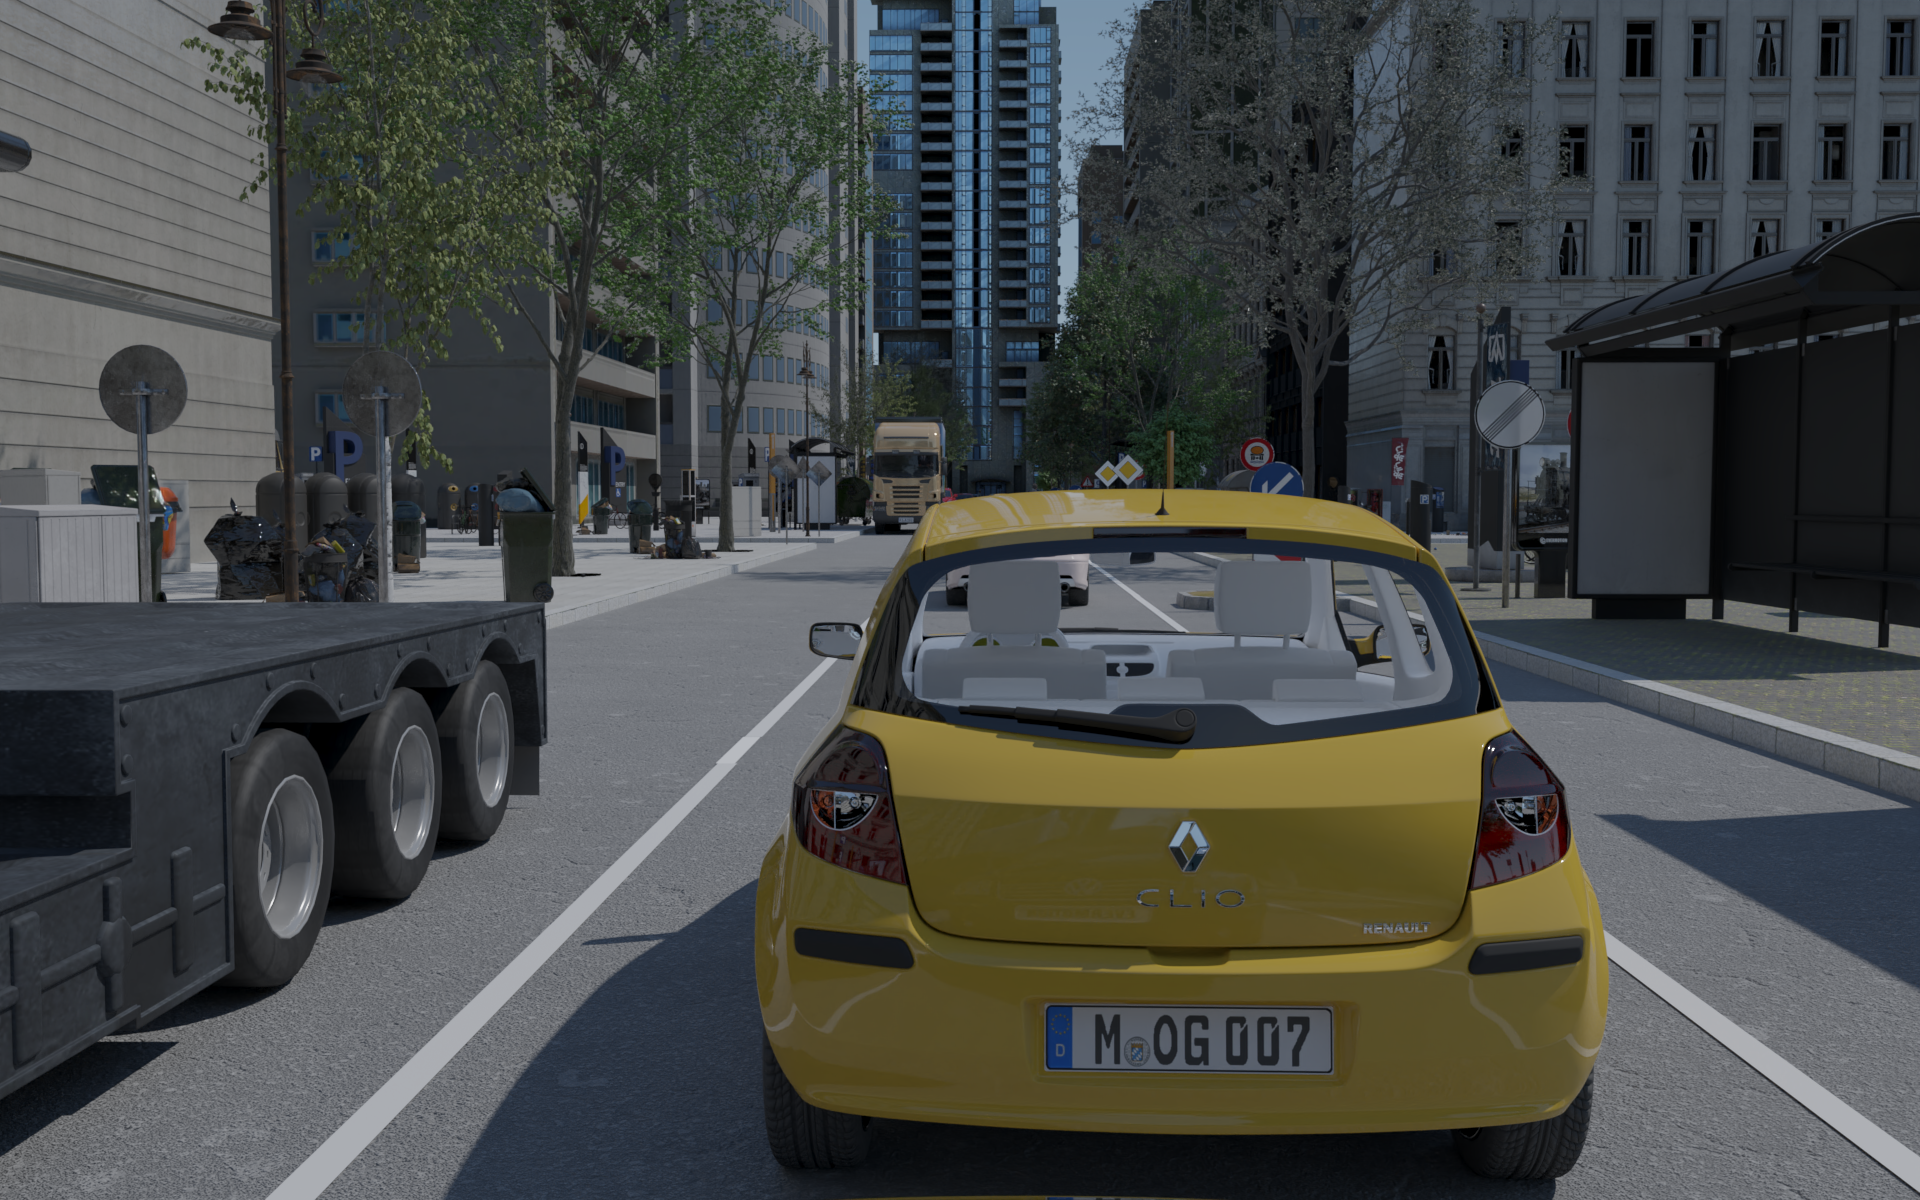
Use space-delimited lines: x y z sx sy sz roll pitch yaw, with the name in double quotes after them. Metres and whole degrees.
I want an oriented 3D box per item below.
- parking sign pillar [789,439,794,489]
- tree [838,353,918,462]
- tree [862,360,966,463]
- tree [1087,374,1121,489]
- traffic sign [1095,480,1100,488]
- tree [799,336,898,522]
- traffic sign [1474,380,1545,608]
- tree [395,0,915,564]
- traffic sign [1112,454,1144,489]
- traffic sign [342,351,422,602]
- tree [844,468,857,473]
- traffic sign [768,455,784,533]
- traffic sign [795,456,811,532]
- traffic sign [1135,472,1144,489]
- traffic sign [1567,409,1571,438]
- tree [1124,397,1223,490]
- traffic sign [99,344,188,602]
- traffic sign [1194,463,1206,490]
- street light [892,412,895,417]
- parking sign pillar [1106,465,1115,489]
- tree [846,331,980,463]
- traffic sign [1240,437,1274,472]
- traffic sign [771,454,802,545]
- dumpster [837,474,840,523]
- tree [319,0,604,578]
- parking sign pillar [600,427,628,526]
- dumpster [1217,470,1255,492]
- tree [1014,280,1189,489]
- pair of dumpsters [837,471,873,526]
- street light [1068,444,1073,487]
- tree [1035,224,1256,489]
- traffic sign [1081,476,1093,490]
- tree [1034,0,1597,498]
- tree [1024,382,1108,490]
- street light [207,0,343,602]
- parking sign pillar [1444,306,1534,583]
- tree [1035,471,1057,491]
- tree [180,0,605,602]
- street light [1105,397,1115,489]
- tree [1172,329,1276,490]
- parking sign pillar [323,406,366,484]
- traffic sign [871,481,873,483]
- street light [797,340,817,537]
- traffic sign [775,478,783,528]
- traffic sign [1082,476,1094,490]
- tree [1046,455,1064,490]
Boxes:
-7.718 -5.890 84.766 1.447 3.967 1.447 0 4 -4 "parking sign pillar"
-4.117 -8.522 89.698 4.737 8.622 4.395 0 3 0 "tree"
-3.125 -11.325 119.583 7.601 10.594 8.767 -1 4 -18 "tree"
8.521 -9.102 99.177 4.737 8.622 4.395 0 3 0 "tree"
9.540 -7.155 119.106 0.606 2.300 0.079 0 4 2 "traffic sign"
-5.054 -7.952 80.375 4.360 8.622 3.978 0 3 0 "tree"
6.151 -1.183 19.455 0.768 2.556 0.104 0 4 8 "traffic sign"
-5.022 -6.874 38.145 9.928 11.665 9.643 0 3 0 "tree"
4.240 -2.456 43.793 0.795 2.450 0.064 0 4 1 "traffic sign"
-5.148 -0.936 15.413 0.768 2.556 0.104 1 4 11 "traffic sign"
-6.877 -7.207 112.433 1.663 3.219 1.824 0 3 0 "tree"
-5.898 -3.446 56.443 0.768 2.556 0.104 1 4 11 "traffic sign"
-5.325 -3.596 58.793 0.884 2.594 0.081 1 4 9 "traffic sign"
6.357 -3.810 62.395 0.768 2.556 0.104 1 4 10 "traffic sign"
7.997 -1.324 21.755 0.768 2.556 0.104 1 4 11 "traffic sign"
7.307 -4.571 58.448 4.285 4.588 4.351 0 3 0 "tree"
-6.963 -0.897 14.775 0.768 2.556 0.104 0 4 2 "traffic sign"
8.468 -3.804 62.308 0.768 2.556 0.104 0 4 2 "traffic sign"
-3.711 -7.595 96.968 0.468 5.910 1.993 0 4 1 "street light"
8.970 -6.960 102.269 1.447 3.967 1.447 1 4 11 "parking sign pillar"
-3.576 -13.486 130.862 12.009 13.543 11.850 0 3 0 "tree"
6.691 -2.385 39.102 0.768 2.556 0.104 0 4 2 "traffic sign"
-4.402 -2.468 44.000 0.795 2.450 0.064 0 4 1 "traffic sign"
-5.841 -4.523 76.445 1.502 2.255 1.985 0 4 1 "dumpster"
-6.034 -6.172 26.666 9.928 11.665 9.643 0 3 0 "tree"
-14.083 -5.014 70.443 1.447 3.967 1.447 1 4 21 "parking sign pillar"
6.925 -2.193 41.619 1.264 1.857 1.865 0 4 1 "dumpster"
7.559 -10.590 90.149 9.611 12.733 9.660 0 3 0 "tree"
-4.353 -4.261 72.156 1.574 2.255 4.437 0 4 1 "pair of dumpsters"
8.079 -9.400 126.473 0.468 5.910 1.993 0 4 1 "street light"
7.538 -8.639 67.010 9.928 11.665 9.643 0 3 0 "tree"
9.074 -7.574 123.833 0.884 2.594 0.081 0 4 4 "traffic sign"
6.595 -7.459 32.332 12.009 13.543 11.850 0 3 0 "tree"
8.969 -13.843 144.462 7.486 12.596 7.792 0 3 0 "tree"
-5.487 -2.525 14.072 0.468 5.910 1.993 0 4 1 "street light"
7.946 -2.272 25.617 1.447 3.967 1.447 0 4 -2 "parking sign pillar"
10.255 -13.348 201.951 4.285 4.588 4.351 0 3 0 "tree"
-6.194 -4.212 19.230 4.737 8.622 4.395 0 3 0 "tree"
7.091 -6.695 82.251 0.468 5.910 1.993 0 4 1 "street light"
11.816 -7.799 77.882 4.737 8.622 4.395 0 3 0 "tree"
-19.099 -3.995 53.796 1.447 3.967 1.447 2 4 28 "parking sign pillar"
-5.216 -6.389 104.471 0.884 2.594 0.081 0 4 8 "traffic sign"
-4.599 -4.855 52.162 0.468 5.910 1.993 0 4 1 "street light"
-6.734 -3.863 65.296 0.606 2.300 0.079 0 4 4 "traffic sign"
8.943 -7.426 121.424 0.884 2.594 0.081 0 4 3 "traffic sign"
10.650 -15.043 196.316 4.360 8.622 3.978 0 3 0 "tree"
